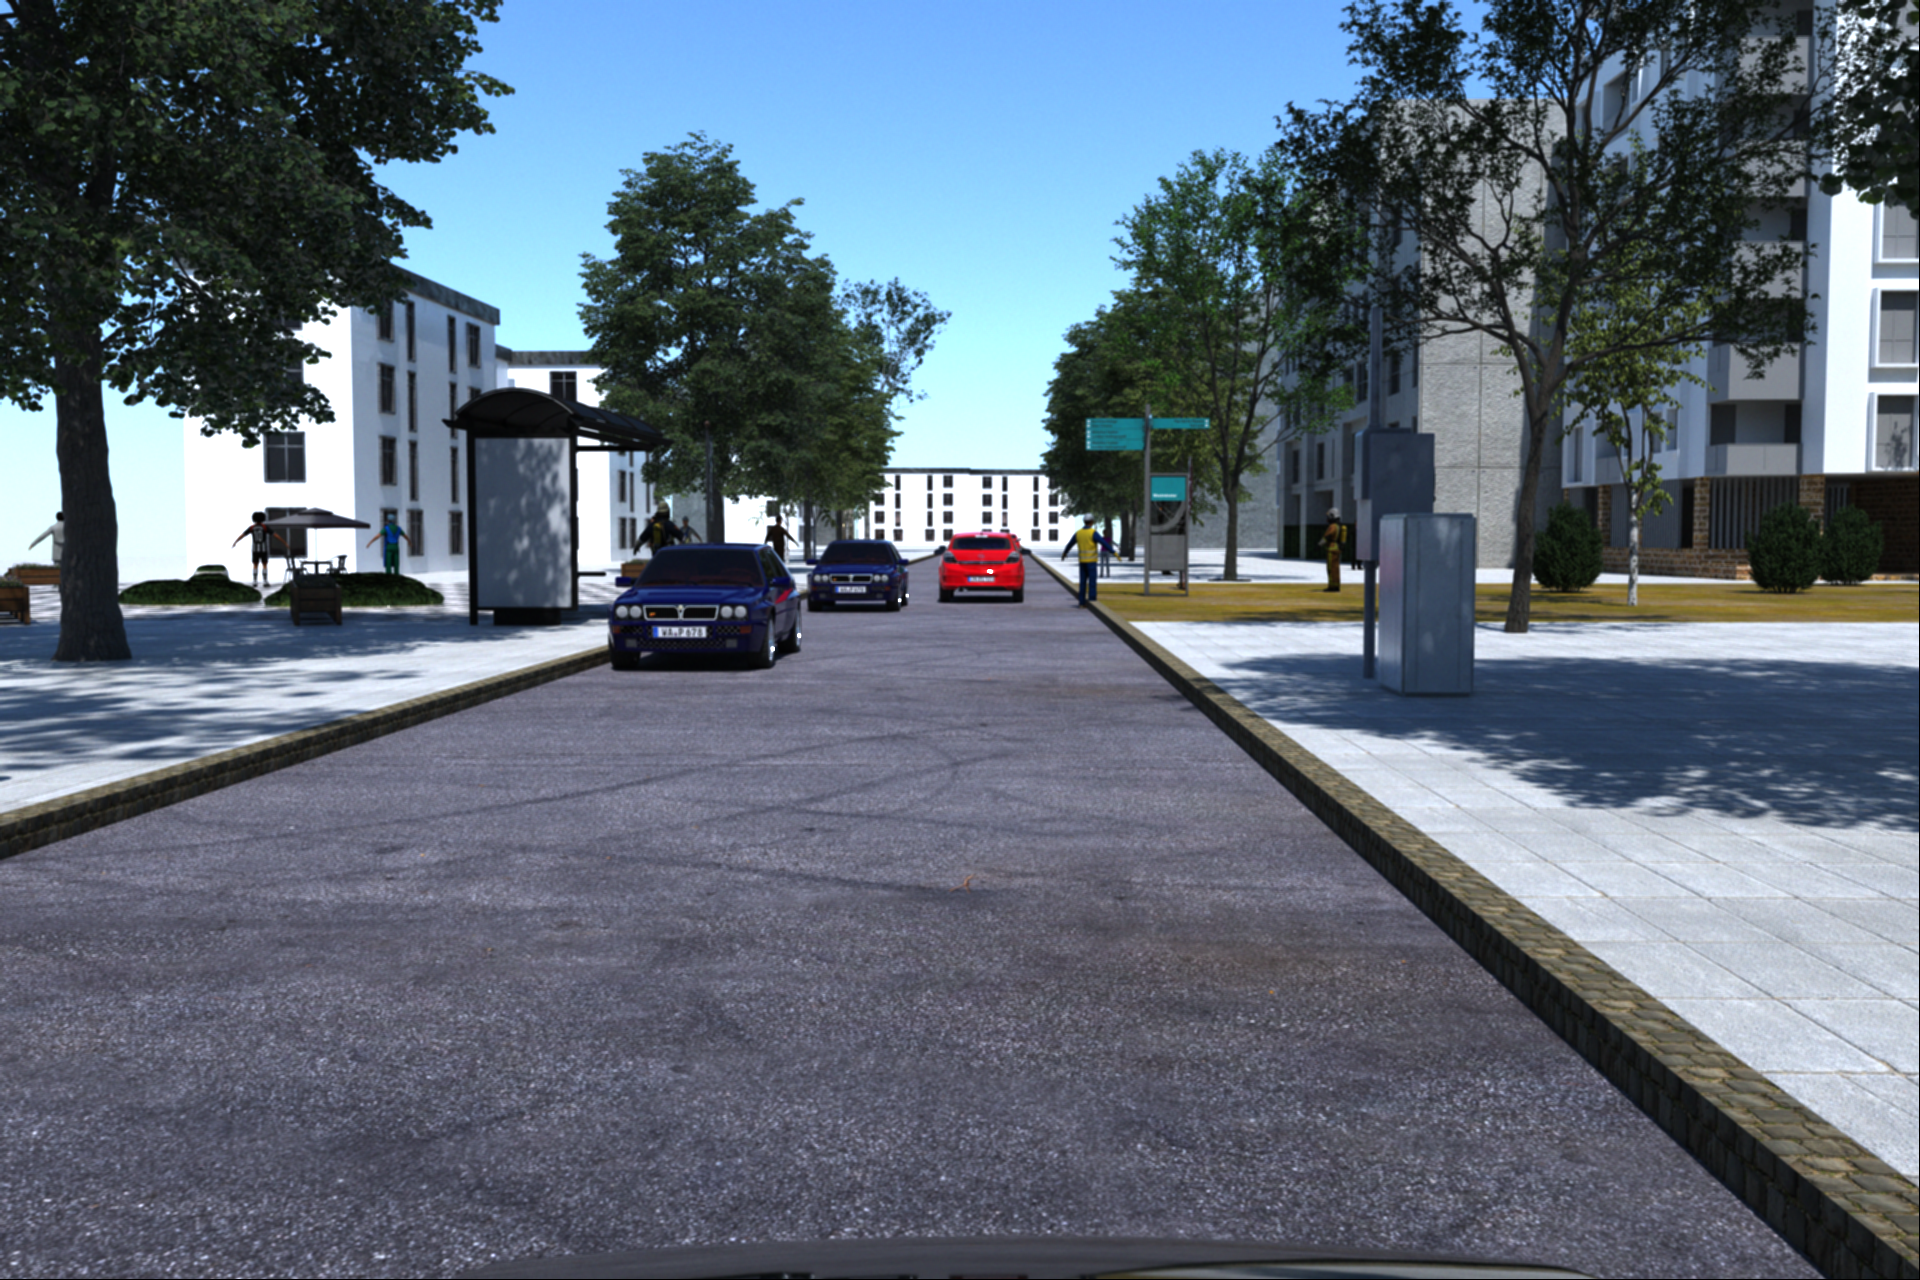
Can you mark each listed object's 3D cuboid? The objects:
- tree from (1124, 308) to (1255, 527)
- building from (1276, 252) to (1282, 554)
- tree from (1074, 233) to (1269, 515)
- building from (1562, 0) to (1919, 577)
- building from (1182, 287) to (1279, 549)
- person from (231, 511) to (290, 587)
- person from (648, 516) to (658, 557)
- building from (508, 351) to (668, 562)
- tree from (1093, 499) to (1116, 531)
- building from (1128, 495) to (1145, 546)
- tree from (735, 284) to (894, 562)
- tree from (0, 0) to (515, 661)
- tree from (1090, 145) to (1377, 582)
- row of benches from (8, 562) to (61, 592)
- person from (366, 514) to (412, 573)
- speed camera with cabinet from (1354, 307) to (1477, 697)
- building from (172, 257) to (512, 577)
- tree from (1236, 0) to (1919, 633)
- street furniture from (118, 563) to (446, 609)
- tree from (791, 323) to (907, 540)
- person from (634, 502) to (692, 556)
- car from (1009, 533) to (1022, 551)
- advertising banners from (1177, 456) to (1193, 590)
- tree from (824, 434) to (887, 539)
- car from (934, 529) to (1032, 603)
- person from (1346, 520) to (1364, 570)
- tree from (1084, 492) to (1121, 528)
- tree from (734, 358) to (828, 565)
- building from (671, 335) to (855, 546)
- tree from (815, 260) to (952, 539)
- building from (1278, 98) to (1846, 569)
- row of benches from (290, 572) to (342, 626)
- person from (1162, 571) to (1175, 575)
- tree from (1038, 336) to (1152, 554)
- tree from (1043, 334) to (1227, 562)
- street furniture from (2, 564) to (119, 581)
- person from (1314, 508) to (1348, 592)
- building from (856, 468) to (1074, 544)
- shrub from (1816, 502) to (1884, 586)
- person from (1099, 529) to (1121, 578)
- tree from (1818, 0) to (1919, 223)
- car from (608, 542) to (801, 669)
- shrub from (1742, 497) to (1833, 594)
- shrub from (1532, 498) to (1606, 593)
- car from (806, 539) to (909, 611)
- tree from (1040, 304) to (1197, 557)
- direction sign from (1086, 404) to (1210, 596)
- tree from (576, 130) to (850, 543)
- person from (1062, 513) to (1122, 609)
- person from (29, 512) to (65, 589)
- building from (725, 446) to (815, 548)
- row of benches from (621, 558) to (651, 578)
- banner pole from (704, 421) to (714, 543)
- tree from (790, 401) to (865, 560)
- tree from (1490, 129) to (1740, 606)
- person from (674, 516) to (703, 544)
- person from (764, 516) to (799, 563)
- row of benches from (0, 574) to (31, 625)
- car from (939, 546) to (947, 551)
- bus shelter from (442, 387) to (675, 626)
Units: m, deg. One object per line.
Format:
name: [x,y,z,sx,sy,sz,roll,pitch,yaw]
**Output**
tree: [7.586,-6.546,57.386,4.737,8.622,4.395,0,3,0]
building: [25.144,-15.414,108.433,16.016,20.090,11.380,0,4,1]
tree: [8.101,-9.055,66.182,7.486,12.596,7.792,0,3,0]
building: [26.693,-12.457,60.097,16.016,20.090,11.380,0,4,1]
building: [27.372,-19.978,157.571,19.493,23.208,18.063,0,4,2]
person: [-16.948,-2.189,41.939,1.345,1.843,0.704,-1,4,-11]
person: [-8.879,-2.700,50.340,0.705,1.806,1.347,-1,4,-15]
building: [-20.282,-9.262,93.578,9.099,9.664,28.070,0,4,1]
tree: [9.911,-10.687,125.099,4.360,8.622,3.978,0,3,0]
building: [28.514,-22.347,196.301,19.493,23.208,18.063,0,4,2]
tree: [-6.890,-9.817,78.639,7.486,12.596,7.792,0,3,0]
tree: [-8.880,-6.764,17.251,9.857,13.997,8.962,0,3,0]
tree: [7.347,-7.394,46.646,9.928,11.665,9.643,0,3,0]
row of benches: [-21.192,-1.297,36.671,4.104,0.672,1.422,-3,5,-40]
person: [-15.432,-2.498,46.971,0.704,1.817,1.347,3,5,41]
speed camera with cabinet: [3.800,-1.235,14.524,0.660,3.252,2.038,0,4,2]
building: [-21.697,-7.508,64.907,9.099,9.664,28.070,0,4,2]
tree: [7.369,-5.351,21.899,8.767,10.594,7.601,-2,4,-26]
street furniture: [-13.031,-1.126,34.029,5.734,0.657,10.072,-1,4,-16]
tree: [-6.705,-10.731,93.574,7.486,12.596,7.792,0,3,0]
person: [-5.271,-1.537,30.906,1.354,1.856,0.705,1,4,21]
car: [3.556,-7.378,129.668,2.155,1.783,4.494,0,4,0]
advertising banners: [5.150,-2.659,39.670,0.090,3.025,2.074,0,3,0]
tree: [-7.027,-9.410,104.218,4.360,8.622,3.978,0,3,0]
car: [0.489,-1.755,37.738,2.155,1.783,4.494,0,4,1]
person: [14.212,-3.408,61.942,1.346,1.802,0.704,-1,4,-19]
tree: [19.426,-18.446,219.715,7.486,12.596,7.792,0,3,0]
tree: [-7.094,-7.404,71.418,4.360,8.622,3.978,0,3,0]
building: [-22.030,-22.426,197.594,19.493,23.208,18.063,0,4,1]
tree: [-7.255,-16.151,119.959,12.611,20.169,13.585,0,3,0]
building: [25.594,-13.002,79.046,16.747,18.905,31.486,0,4,1]
row of benches: [-9.767,-0.656,26.188,1.422,0.672,4.104,-1,4,-22]
person: [6.466,-2.918,53.835,0.705,1.813,1.348,3,4,36]
tree: [9.349,-12.403,109.439,9.857,13.997,8.962,0,3,0]
tree: [8.069,-8.925,80.329,8.767,10.594,7.601,-1,4,-12]
street furniture: [-27.943,-1.832,45.573,10.072,0.657,5.734,1,4,12]
person: [8.265,-1.998,38.430,0.705,1.858,1.354,3,4,37]
building: [0.695,-16.872,220.456,28.070,9.664,9.099,0,4,-6]
shrub: [22.029,-2.382,42.982,1.661,2.075,1.752,0,3,0]
person: [4.258,-2.552,50.998,0.991,1.433,0.599,0,4,-5]
tree: [6.887,-6.127,6.840,9.857,13.997,8.962,0,3,0]
car: [-2.832,-0.434,19.682,1.945,1.354,3.894,0,4,1]
shrub: [17.864,-2.042,37.425,1.661,2.075,1.752,0,3,0]
shrub: [13.231,-2.063,37.775,1.661,2.075,1.752,0,3,0]
car: [-1.931,-1.267,33.298,1.945,1.354,3.894,0,4,1]
tree: [9.032,-11.511,94.852,9.857,13.997,8.962,0,3,0]
direction sign: [3.824,-2.830,35.033,2.525,3.948,1.411,0,4,2]
tree: [-7.771,-9.098,55.405,9.857,13.997,8.962,0,3,0]
person: [2.483,-1.523,33.322,1.349,1.833,0.705,3,4,37]
person: [-21.230,-2.124,40.913,1.347,1.806,0.705,-3,5,-39]
building: [-18.550,-13.847,168.539,9.099,9.664,28.070,0,4,2]
row of benches: [-7.990,-1.810,45.063,1.422,0.672,4.104,0,4,5]
banner pole: [-5.574,-2.971,38.594,0.401,3.779,0.863,0,4,3]
tree: [-6.982,-8.267,85.522,4.737,8.622,4.395,0,3,0]
tree: [11.834,-4.917,30.749,4.737,8.622,4.395,0,3,0]
person: [-8.745,-3.014,55.142,1.347,1.847,0.705,1,4,19]
person: [-5.358,-2.770,51.430,1.346,1.812,0.704,3,4,36]
row of benches: [-14.388,-0.638,25.897,1.422,0.672,4.104,-2,4,-31]
car: [0.402,-2.542,53.360,2.131,1.459,4.920,0,4,1]
bus shelter: [-6.000,-2.006,26.725,2.014,3.302,5.546,0,4,3]
